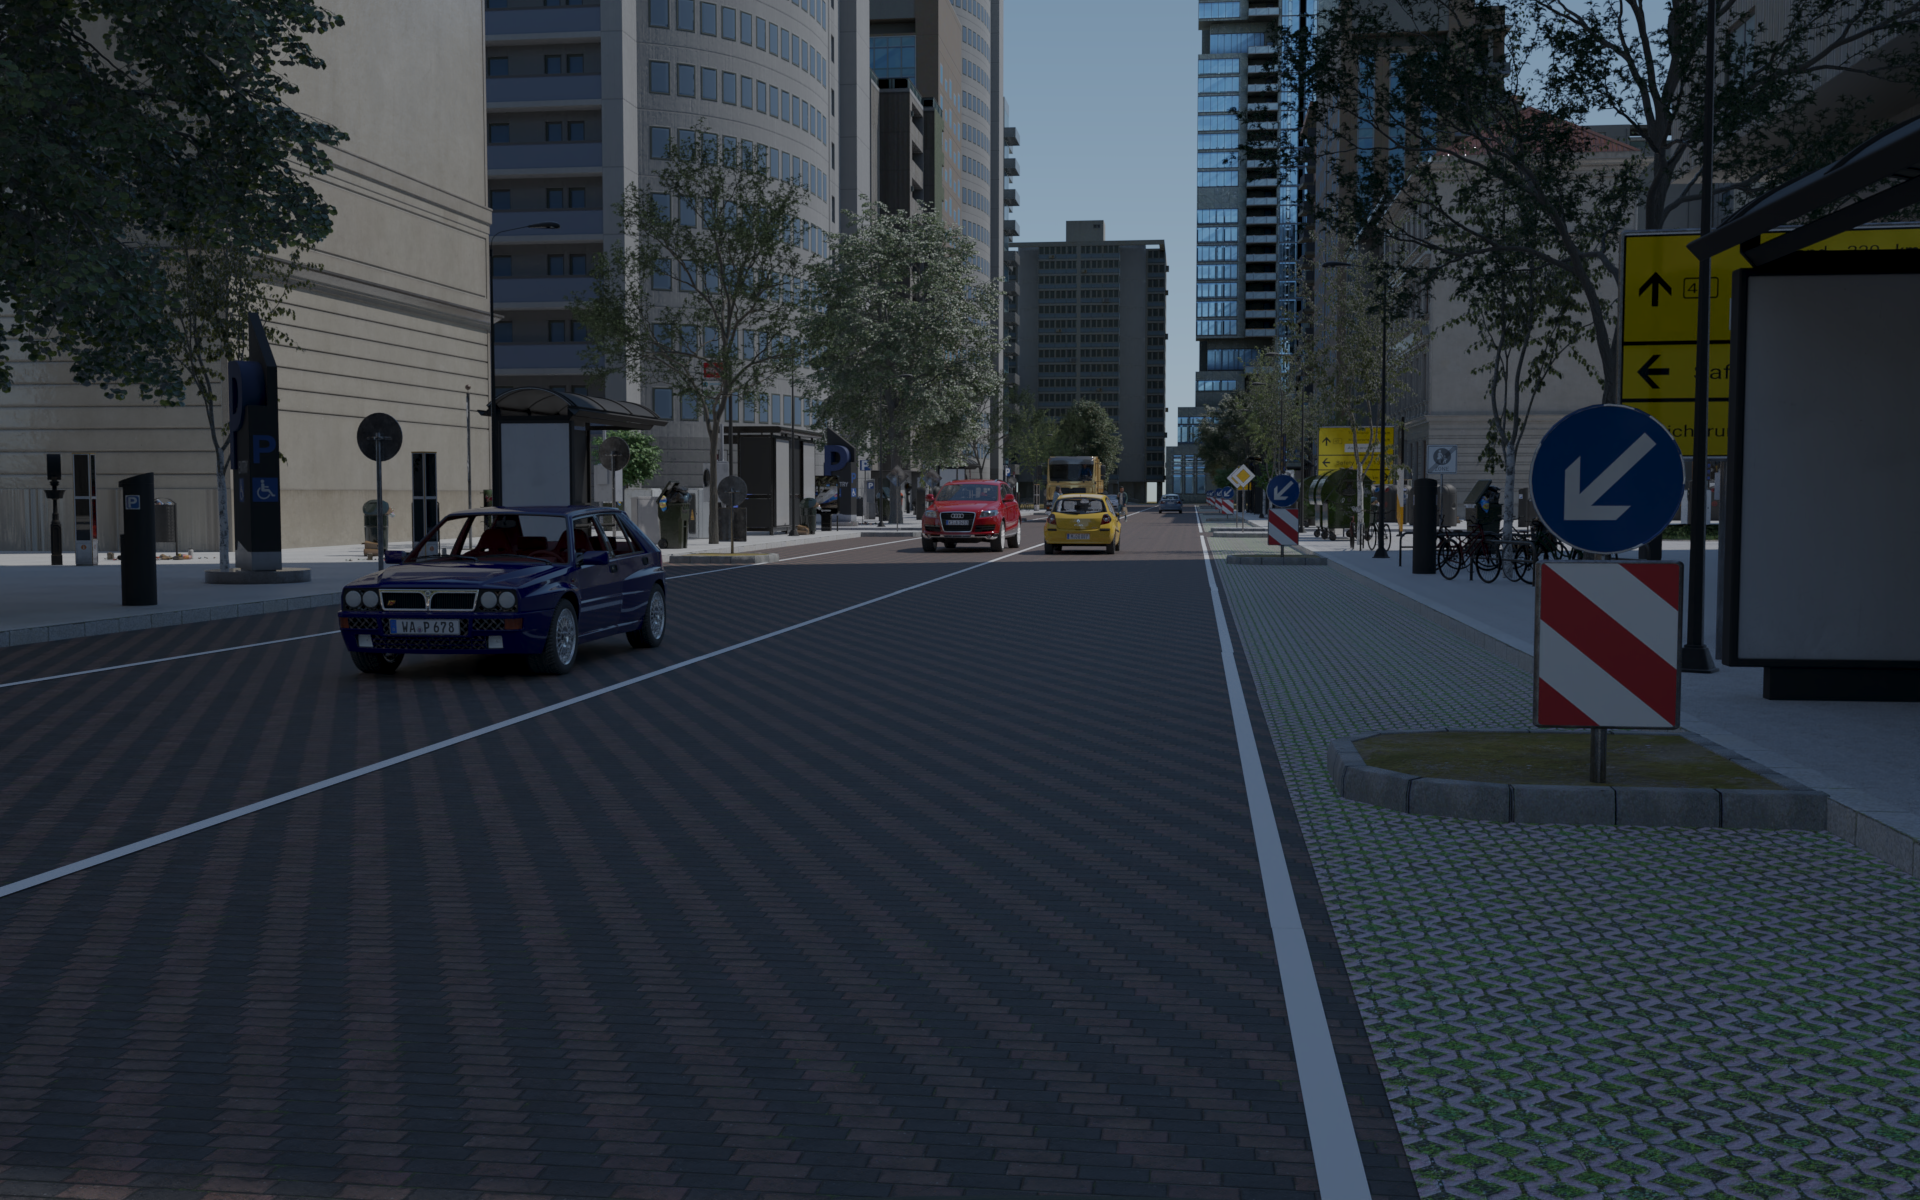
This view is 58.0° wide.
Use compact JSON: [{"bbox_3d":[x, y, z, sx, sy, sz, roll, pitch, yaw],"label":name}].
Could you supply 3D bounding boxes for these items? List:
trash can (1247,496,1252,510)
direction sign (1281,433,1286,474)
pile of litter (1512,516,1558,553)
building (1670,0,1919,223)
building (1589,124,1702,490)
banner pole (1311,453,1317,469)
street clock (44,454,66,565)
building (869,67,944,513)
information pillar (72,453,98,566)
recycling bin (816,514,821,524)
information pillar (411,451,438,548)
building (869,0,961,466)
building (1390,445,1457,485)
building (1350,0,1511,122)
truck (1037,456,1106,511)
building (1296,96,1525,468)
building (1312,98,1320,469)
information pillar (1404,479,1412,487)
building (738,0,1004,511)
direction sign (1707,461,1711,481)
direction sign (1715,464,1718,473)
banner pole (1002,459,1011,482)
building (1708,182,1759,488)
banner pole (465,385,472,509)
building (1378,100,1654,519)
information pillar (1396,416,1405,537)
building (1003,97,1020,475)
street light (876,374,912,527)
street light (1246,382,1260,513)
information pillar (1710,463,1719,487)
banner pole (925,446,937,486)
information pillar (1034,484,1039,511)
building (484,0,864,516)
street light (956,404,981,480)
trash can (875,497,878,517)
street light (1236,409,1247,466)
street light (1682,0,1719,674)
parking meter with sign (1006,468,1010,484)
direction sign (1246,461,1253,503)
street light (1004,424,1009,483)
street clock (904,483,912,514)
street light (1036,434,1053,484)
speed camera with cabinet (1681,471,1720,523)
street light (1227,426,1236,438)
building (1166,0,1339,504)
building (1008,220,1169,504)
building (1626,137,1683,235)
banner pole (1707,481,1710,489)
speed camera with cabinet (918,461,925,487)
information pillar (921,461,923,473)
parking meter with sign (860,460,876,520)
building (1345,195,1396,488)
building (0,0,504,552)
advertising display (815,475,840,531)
[{"bbox_3d":[22.840,-7.595,135.826,0.748,1.137,0.748,0,3,0],"label":"trash can"},{"bbox_3d":[12.153,-4.473,65.127,0.379,3.537,0.876,0,4,1],"label":"direction sign"},{"bbox_3d":[12.724,-1.517,38.773,1.719,0.858,1.176,-2,4,-35],"label":"pile of litter"},{"bbox_3d":[28.444,-26.684,25.530,28.713,52.752,27.495,0,4,8],"label":"building"},{"bbox_3d":[74.739,-31.234,194.265,14.086,41.232,14.154,0,4,8],"label":"building"},{"bbox_3d":[21.815,-7.120,106.426,0.863,3.779,0.401,3,5,40],"label":"banner pole"},{"bbox_3d":[-16.313,-1.630,31.227,0.358,2.002,0.471,-2,4,-28],"label":"street clock"},{"bbox_3d":[-9.019,-21.394,121.494,14.160,30.474,14.107,0,4,8],"label":"building"},{"bbox_3d":[-15.588,-1.613,30.865,0.304,2.012,0.304,-1,4,-9],"label":"information pillar"},{"bbox_3d":[-5.834,-3.842,75.368,0.722,1.027,0.722,2,4,29],"label":"recycling bin"},{"bbox_3d":[-9.254,-1.558,29.963,0.304,2.012,0.304,2,4,28],"label":"information pillar"},{"bbox_3d":[-7.655,-30.605,150.495,14.600,45.320,14.200,0,4,8],"label":"building"},{"bbox_3d":[66.223,-28.241,233.444,14.107,30.474,14.160,0,4,8],"label":"building"},{"bbox_3d":[40.081,-30.817,153.973,14.600,45.320,14.200,0,4,8],"label":"building"},{"bbox_3d":[6.085,-5.839,91.393,3.469,3.379,9.791,0,4,7],"label":"truck"},{"bbox_3d":[48.610,-32.750,190.079,22.147,44.769,28.867,0,4,8],"label":"building"},{"bbox_3d":[42.015,-31.707,168.520,14.600,45.320,14.200,0,4,8],"label":"building"},{"bbox_3d":[22.376,-5.026,86.659,0.304,2.012,0.304,-3,4,-38],"label":"information pillar"},{"bbox_3d":[-7.657,-38.538,172.090,21.231,58.520,28.212,0,4,8],"label":"building"},{"bbox_3d":[43.983,-6.757,102.477,0.379,3.537,0.876,-3,4,-36],"label":"direction sign"},{"bbox_3d":[57.639,-8.548,131.762,0.379,3.537,0.876,0,4,-4],"label":"direction sign"},{"bbox_3d":[3.387,-8.218,124.384,0.863,3.779,0.401,-3,4,-36],"label":"banner pole"},{"bbox_3d":[91.615,-45.846,187.837,20.611,71.187,20.563,0,4,8],"label":"building"},{"bbox_3d":[-11.192,-3.023,39.444,0.401,3.779,0.863,-1,4,-12],"label":"banner pole"},{"bbox_3d":[30.456,-16.010,97.925,11.583,22.565,21.152,0,4,8],"label":"building"},{"bbox_3d":[13.308,-3.728,52.305,0.183,3.616,0.504,0,4,1],"label":"information pillar"},{"bbox_3d":[-8.727,-35.519,200.347,30.456,49.044,23.786,0,4,8],"label":"building"},{"bbox_3d":[-2.534,-5.794,67.268,1.470,5.913,1.316,0,4,8],"label":"street light"},{"bbox_3d":[12.826,-6.089,72.097,1.470,5.913,1.316,0,4,8],"label":"street light"},{"bbox_3d":[55.724,-8.377,128.310,0.504,3.616,0.183,0,4,7],"label":"information pillar"},{"bbox_3d":[-1.444,-6.086,89.530,0.863,3.779,0.401,-1,4,-10],"label":"banner pole"},{"bbox_3d":[5.804,-7.754,131.267,0.304,2.012,0.304,3,5,40],"label":"information pillar"},{"bbox_3d":[-17.701,-33.607,91.478,21.231,58.520,28.212,0,4,8],"label":"building"},{"bbox_3d":[0.386,-7.154,89.510,1.470,5.913,1.316,0,4,8],"label":"street light"},{"bbox_3d":[-4.527,-5.203,96.725,0.748,1.137,0.748,0,3,0],"label":"trash can"},{"bbox_3d":[16.021,-7.488,94.969,1.470,5.913,1.316,0,4,8],"label":"street light"},{"bbox_3d":[4.783,-2.440,12.439,1.470,5.913,1.316,0,4,8],"label":"street light"},{"bbox_3d":[2.537,-7.316,115.871,1.738,3.016,0.543,3,5,44],"label":"parking meter with sign"},{"bbox_3d":[19.999,-7.815,119.774,0.379,3.537,0.876,3,5,40],"label":"direction sign"},{"bbox_3d":[3.438,-8.513,111.735,1.470,5.913,1.316,0,4,8],"label":"street light"},{"bbox_3d":[-3.414,-6.688,113.917,0.471,2.002,0.358,-1,4,-19],"label":"street clock"},{"bbox_3d":[6.515,-9.930,134.894,1.470,5.913,1.316,0,4,8],"label":"street light"},{"bbox_3d":[30.295,-4.629,70.014,2.038,3.252,0.660,0,4,-4],"label":"speed camera with cabinet"},{"bbox_3d":[19.063,-8.878,117.689,1.470,5.913,1.316,0,4,8],"label":"street light"},{"bbox_3d":[44.494,-56.679,239.378,31.000,86.520,22.319,0,4,8],"label":"building"},{"bbox_3d":[17.808,-34.054,248.655,23.993,40.220,32.217,0,4,8],"label":"building"},{"bbox_3d":[89.098,-37.645,235.098,30.456,49.044,23.786,0,4,8],"label":"building"},{"bbox_3d":[53.494,-8.195,124.006,0.863,3.779,0.401,-2,4,-28],"label":"banner pole"},{"bbox_3d":[-1.189,-5.940,91.457,2.038,3.252,0.660,1,4,12],"label":"speed camera with cabinet"},{"bbox_3d":[-2.019,-6.585,99.021,0.504,3.616,0.183,3,5,42],"label":"information pillar"},{"bbox_3d":[-4.619,-5.595,87.738,0.543,3.016,1.738,-1,4,-16],"label":"parking meter with sign"},{"bbox_3d":[35.728,-18.586,122.942,14.314,24.678,30.058,0,4,8],"label":"building"},{"bbox_3d":[-29.222,-13.050,46.659,30.059,22.955,16.112,0,4,8],"label":"building"},{"bbox_3d":[-4.613,-3.336,59.764,0.974,1.923,0.123,1,4,22],"label":"advertising display"}]
